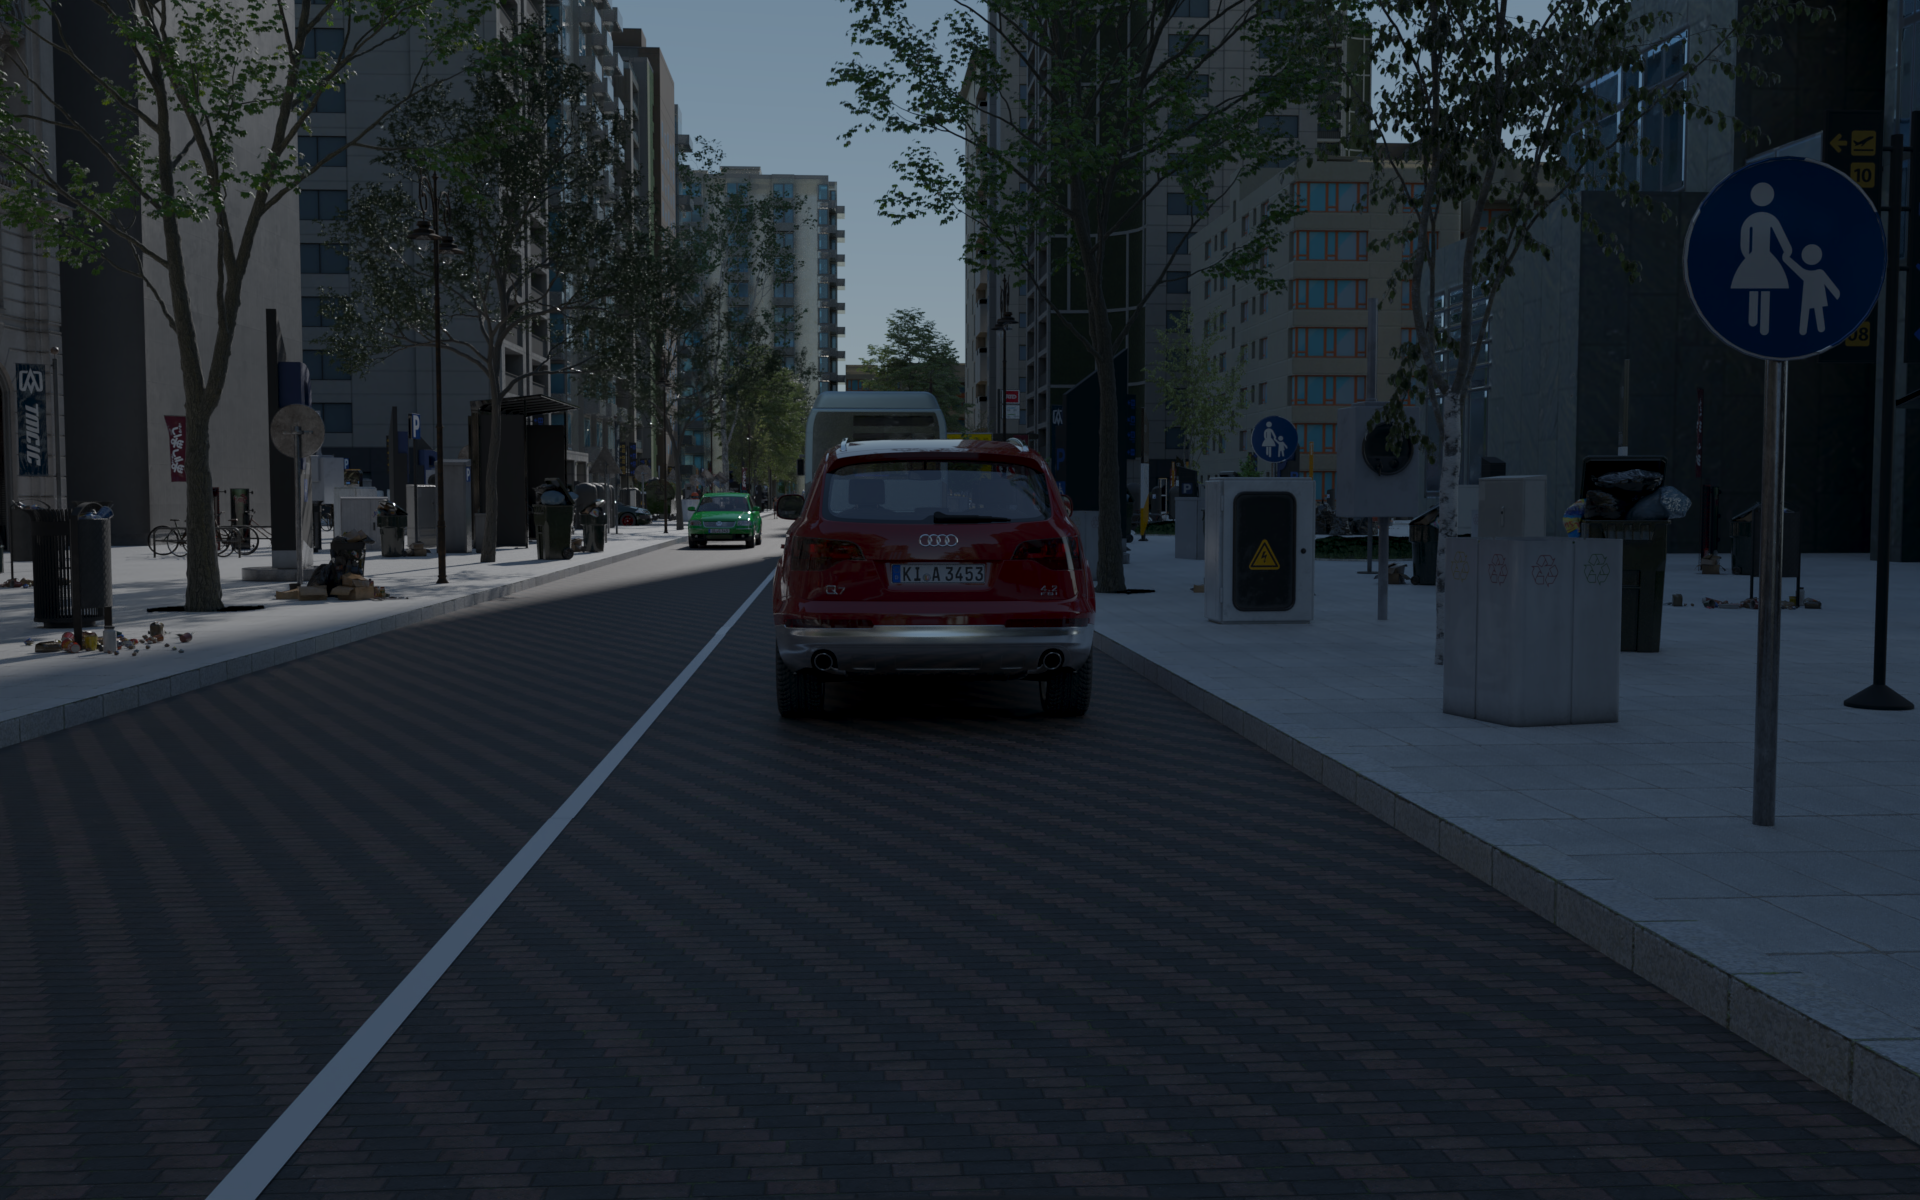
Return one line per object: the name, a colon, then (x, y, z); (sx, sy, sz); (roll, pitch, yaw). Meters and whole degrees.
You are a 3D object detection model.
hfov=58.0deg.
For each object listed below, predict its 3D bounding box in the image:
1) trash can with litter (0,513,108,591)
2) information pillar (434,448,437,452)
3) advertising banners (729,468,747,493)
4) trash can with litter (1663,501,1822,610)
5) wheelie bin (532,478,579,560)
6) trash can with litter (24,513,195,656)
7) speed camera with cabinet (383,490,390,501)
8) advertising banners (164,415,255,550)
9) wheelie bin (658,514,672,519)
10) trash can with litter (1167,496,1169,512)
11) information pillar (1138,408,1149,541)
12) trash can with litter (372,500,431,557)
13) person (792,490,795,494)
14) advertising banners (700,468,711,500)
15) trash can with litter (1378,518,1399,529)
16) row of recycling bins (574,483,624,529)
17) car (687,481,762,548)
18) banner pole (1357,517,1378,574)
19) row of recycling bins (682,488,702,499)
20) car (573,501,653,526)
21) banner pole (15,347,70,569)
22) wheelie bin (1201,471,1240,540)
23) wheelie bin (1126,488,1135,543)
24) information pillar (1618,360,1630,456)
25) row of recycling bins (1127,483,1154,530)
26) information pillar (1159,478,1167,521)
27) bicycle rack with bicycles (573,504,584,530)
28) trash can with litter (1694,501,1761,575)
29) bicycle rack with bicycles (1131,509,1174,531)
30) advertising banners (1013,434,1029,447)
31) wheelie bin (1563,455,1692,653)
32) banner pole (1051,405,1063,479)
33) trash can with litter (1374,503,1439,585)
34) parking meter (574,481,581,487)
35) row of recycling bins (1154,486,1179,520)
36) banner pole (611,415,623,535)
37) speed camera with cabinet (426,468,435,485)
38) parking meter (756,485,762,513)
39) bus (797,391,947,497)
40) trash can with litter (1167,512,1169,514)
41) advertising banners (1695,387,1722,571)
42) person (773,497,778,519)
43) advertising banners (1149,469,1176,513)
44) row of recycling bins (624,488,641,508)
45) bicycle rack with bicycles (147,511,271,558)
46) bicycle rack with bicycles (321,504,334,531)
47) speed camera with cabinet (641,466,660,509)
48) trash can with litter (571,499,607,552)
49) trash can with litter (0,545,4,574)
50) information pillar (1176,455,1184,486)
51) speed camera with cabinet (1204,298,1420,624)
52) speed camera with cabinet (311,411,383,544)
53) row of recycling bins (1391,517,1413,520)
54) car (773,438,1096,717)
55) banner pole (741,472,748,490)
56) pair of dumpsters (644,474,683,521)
trash can with litter: (-13.334, -0.792, 24.000); (2.233, 1.210, 1.678); (-3, 5, -44)
information pillar: (-24.594, -5.514, 81.508); (0.504, 3.616, 0.183); (2, 4, 26)
advertising banners: (-14.700, -7.207, 114.019); (0.090, 3.025, 2.074); (2, 4, 35)
trash can with litter: (8.850, -0.531, 19.735); (2.233, 1.210, 1.678); (0, 4, 7)
wheelie bin: (-7.965, -1.591, 33.928); (0.693, 1.594, 0.980); (-3, 4, -36)
trash can with litter: (-7.101, -0.227, 14.774); (1.678, 1.210, 2.233); (0, 4, 0)
speed camera with cabinet: (-27.814, -5.453, 83.500); (2.038, 3.252, 0.660); (0, 4, -7)
advertising banners: (-16.974, -2.630, 39.185); (0.090, 3.025, 2.074); (3, 4, 37)
wheelie bin: (-15.063, -4.940, 88.683); (0.980, 1.594, 0.693); (1, 4, 23)
trash can with litter: (13.744, -6.403, 116.080); (1.055, 1.170, 0.624); (-2, 4, -31)
information pillar: (5.027, -3.412, 47.144); (0.183, 3.616, 0.504); (1, 4, 23)
trash can with litter: (-11.434, -1.473, 35.468); (0.624, 1.170, 1.055); (3, 5, 41)
person: (-14.318, -8.614, 149.738); (0.661, 1.777, 0.834); (3, 5, 45)
advertising banners: (-16.631, -7.189, 113.731); (0.090, 3.025, 2.074); (1, 4, 14)
trash can with litter: (15.086, -3.262, 64.391); (1.678, 1.210, 2.233); (-2, 4, -33)
row of recycling bins: (-13.570, -3.512, 64.531); (1.069, 1.692, 3.534); (0, 4, 2)
car: (-6.401, -2.359, 47.365); (1.959, 1.807, 4.718); (0, 4, -3)
banner pole: (6.682, -2.326, 28.054); (0.401, 3.779, 0.863); (1, 4, 19)
row of recycling bins: (-18.965, -7.075, 122.786); (1.069, 1.692, 3.534); (1, 4, 13)
car: (-14.974, -3.822, 72.271); (4.222, 1.686, 2.009); (0, 4, -2)
banner pole: (-15.547, -2.408, 29.383); (0.401, 3.779, 0.863); (3, 5, 43)
wheelie bin: (3.724, -0.984, 23.989); (0.693, 1.594, 0.980); (-1, 4, -11)
wheelie bin: (4.169, -2.304, 45.584); (0.693, 1.594, 0.980); (-2, 4, -27)
information pillar: (11.662, -2.393, 30.476); (0.183, 3.616, 0.504); (1, 4, 12)
row of recycling bins: (5.130, -3.333, 61.609); (3.534, 1.692, 1.069); (-3, 4, -36)
information pillar: (9.419, -4.650, 80.512); (0.304, 2.012, 0.304); (-1, 4, -9)
bicycle rack with bicycles: (-14.291, -2.926, 61.226); (2.852, 0.926, 2.925); (-1, 4, -20)
trash can with litter: (12.267, -0.988, 27.548); (1.055, 1.170, 0.624); (1, 4, 22)
bicycle rack with bicycles: (5.751, -2.753, 58.387); (2.925, 0.926, 2.852); (0, 4, 8)
advertising banners: (2.429, -3.312, 50.347); (2.074, 3.025, 0.090); (2, 4, 33)
wheelie bin: (5.473, -0.386, 14.216); (0.980, 1.594, 0.693); (1, 4, 14)
banner pole: (2.560, -3.238, 42.966); (0.863, 3.779, 0.401); (-3, 4, -38)
trash can with litter: (6.400, -0.803, 24.511); (1.055, 1.170, 0.624); (2, 4, 30)
parking meter: (-17.008, -4.369, 77.150); (0.255, 1.863, 0.399); (1, 4, 15)
row of recycling bins: (10.558, -4.933, 87.770); (3.534, 1.692, 1.069); (1, 4, 10)
banner pole: (-10.834, -3.962, 54.788); (0.401, 3.779, 0.863); (-1, 4, -22)
speed camera with cabinet: (-34.426, -7.151, 111.260); (2.038, 3.252, 0.660); (3, 4, 37)
parking meter: (-13.532, -6.765, 116.325); (0.255, 1.863, 0.399); (-3, 4, -39)
bus: (-2.090, -2.616, 37.636); (2.948, 3.499, 13.247); (0, 4, -5)
trash can with litter: (14.302, -6.264, 113.471); (2.233, 1.210, 1.678); (1, 4, 20)
advertising banners: (12.577, -2.016, 29.151); (0.090, 3.025, 2.074); (2, 4, 34)
person: (-10.592, -5.303, 99.877); (0.362, 1.253, 0.373); (-1, 4, -13)
advertising banners: (13.769, -7.437, 117.785); (2.074, 3.025, 0.090); (1, 4, 22)
row of recycling bins: (-22.426, -6.749, 117.456); (1.069, 1.692, 3.534); (-1, 4, -22)
bicycle rack with bicycles: (-15.431, -1.371, 35.801); (2.925, 0.926, 2.852); (0, 4, 5)
bicycle rack with bicycles: (-22.392, -2.865, 60.221); (2.852, 0.926, 2.925); (-3, 5, -44)
speed camera with cabinet: (-21.595, -7.720, 120.563); (2.038, 3.252, 0.660); (-1, 4, -19)
trash can with litter: (-8.318, -1.642, 38.228); (1.055, 1.170, 0.624); (1, 4, 20)
trash can with litter: (-8.626, -0.193, 14.551); (1.055, 1.170, 0.624); (0, 4, 4)
information pillar: (13.257, -6.922, 104.527); (0.504, 3.616, 0.183); (1, 4, 9)
speed camera with cabinet: (3.516, -1.405, 17.315); (2.038, 3.252, 0.660); (0, 4, -8)
speed camera with cabinet: (-14.582, -2.848, 40.903); (2.038, 3.252, 0.660); (3, 5, 39)
row of recycling bins: (21.119, -4.741, 84.628); (3.534, 1.692, 1.069); (-3, 5, -40)
car: (-0.240, -0.246, 12.693); (2.281, 1.827, 5.304); (0, 4, -3)
banner pole: (-17.356, -9.166, 139.887); (0.863, 3.779, 0.401); (-3, 5, -43)
pair of dumpsters: (-14.311, -4.951, 83.444); (1.574, 2.255, 4.437); (0, 4, -4)
